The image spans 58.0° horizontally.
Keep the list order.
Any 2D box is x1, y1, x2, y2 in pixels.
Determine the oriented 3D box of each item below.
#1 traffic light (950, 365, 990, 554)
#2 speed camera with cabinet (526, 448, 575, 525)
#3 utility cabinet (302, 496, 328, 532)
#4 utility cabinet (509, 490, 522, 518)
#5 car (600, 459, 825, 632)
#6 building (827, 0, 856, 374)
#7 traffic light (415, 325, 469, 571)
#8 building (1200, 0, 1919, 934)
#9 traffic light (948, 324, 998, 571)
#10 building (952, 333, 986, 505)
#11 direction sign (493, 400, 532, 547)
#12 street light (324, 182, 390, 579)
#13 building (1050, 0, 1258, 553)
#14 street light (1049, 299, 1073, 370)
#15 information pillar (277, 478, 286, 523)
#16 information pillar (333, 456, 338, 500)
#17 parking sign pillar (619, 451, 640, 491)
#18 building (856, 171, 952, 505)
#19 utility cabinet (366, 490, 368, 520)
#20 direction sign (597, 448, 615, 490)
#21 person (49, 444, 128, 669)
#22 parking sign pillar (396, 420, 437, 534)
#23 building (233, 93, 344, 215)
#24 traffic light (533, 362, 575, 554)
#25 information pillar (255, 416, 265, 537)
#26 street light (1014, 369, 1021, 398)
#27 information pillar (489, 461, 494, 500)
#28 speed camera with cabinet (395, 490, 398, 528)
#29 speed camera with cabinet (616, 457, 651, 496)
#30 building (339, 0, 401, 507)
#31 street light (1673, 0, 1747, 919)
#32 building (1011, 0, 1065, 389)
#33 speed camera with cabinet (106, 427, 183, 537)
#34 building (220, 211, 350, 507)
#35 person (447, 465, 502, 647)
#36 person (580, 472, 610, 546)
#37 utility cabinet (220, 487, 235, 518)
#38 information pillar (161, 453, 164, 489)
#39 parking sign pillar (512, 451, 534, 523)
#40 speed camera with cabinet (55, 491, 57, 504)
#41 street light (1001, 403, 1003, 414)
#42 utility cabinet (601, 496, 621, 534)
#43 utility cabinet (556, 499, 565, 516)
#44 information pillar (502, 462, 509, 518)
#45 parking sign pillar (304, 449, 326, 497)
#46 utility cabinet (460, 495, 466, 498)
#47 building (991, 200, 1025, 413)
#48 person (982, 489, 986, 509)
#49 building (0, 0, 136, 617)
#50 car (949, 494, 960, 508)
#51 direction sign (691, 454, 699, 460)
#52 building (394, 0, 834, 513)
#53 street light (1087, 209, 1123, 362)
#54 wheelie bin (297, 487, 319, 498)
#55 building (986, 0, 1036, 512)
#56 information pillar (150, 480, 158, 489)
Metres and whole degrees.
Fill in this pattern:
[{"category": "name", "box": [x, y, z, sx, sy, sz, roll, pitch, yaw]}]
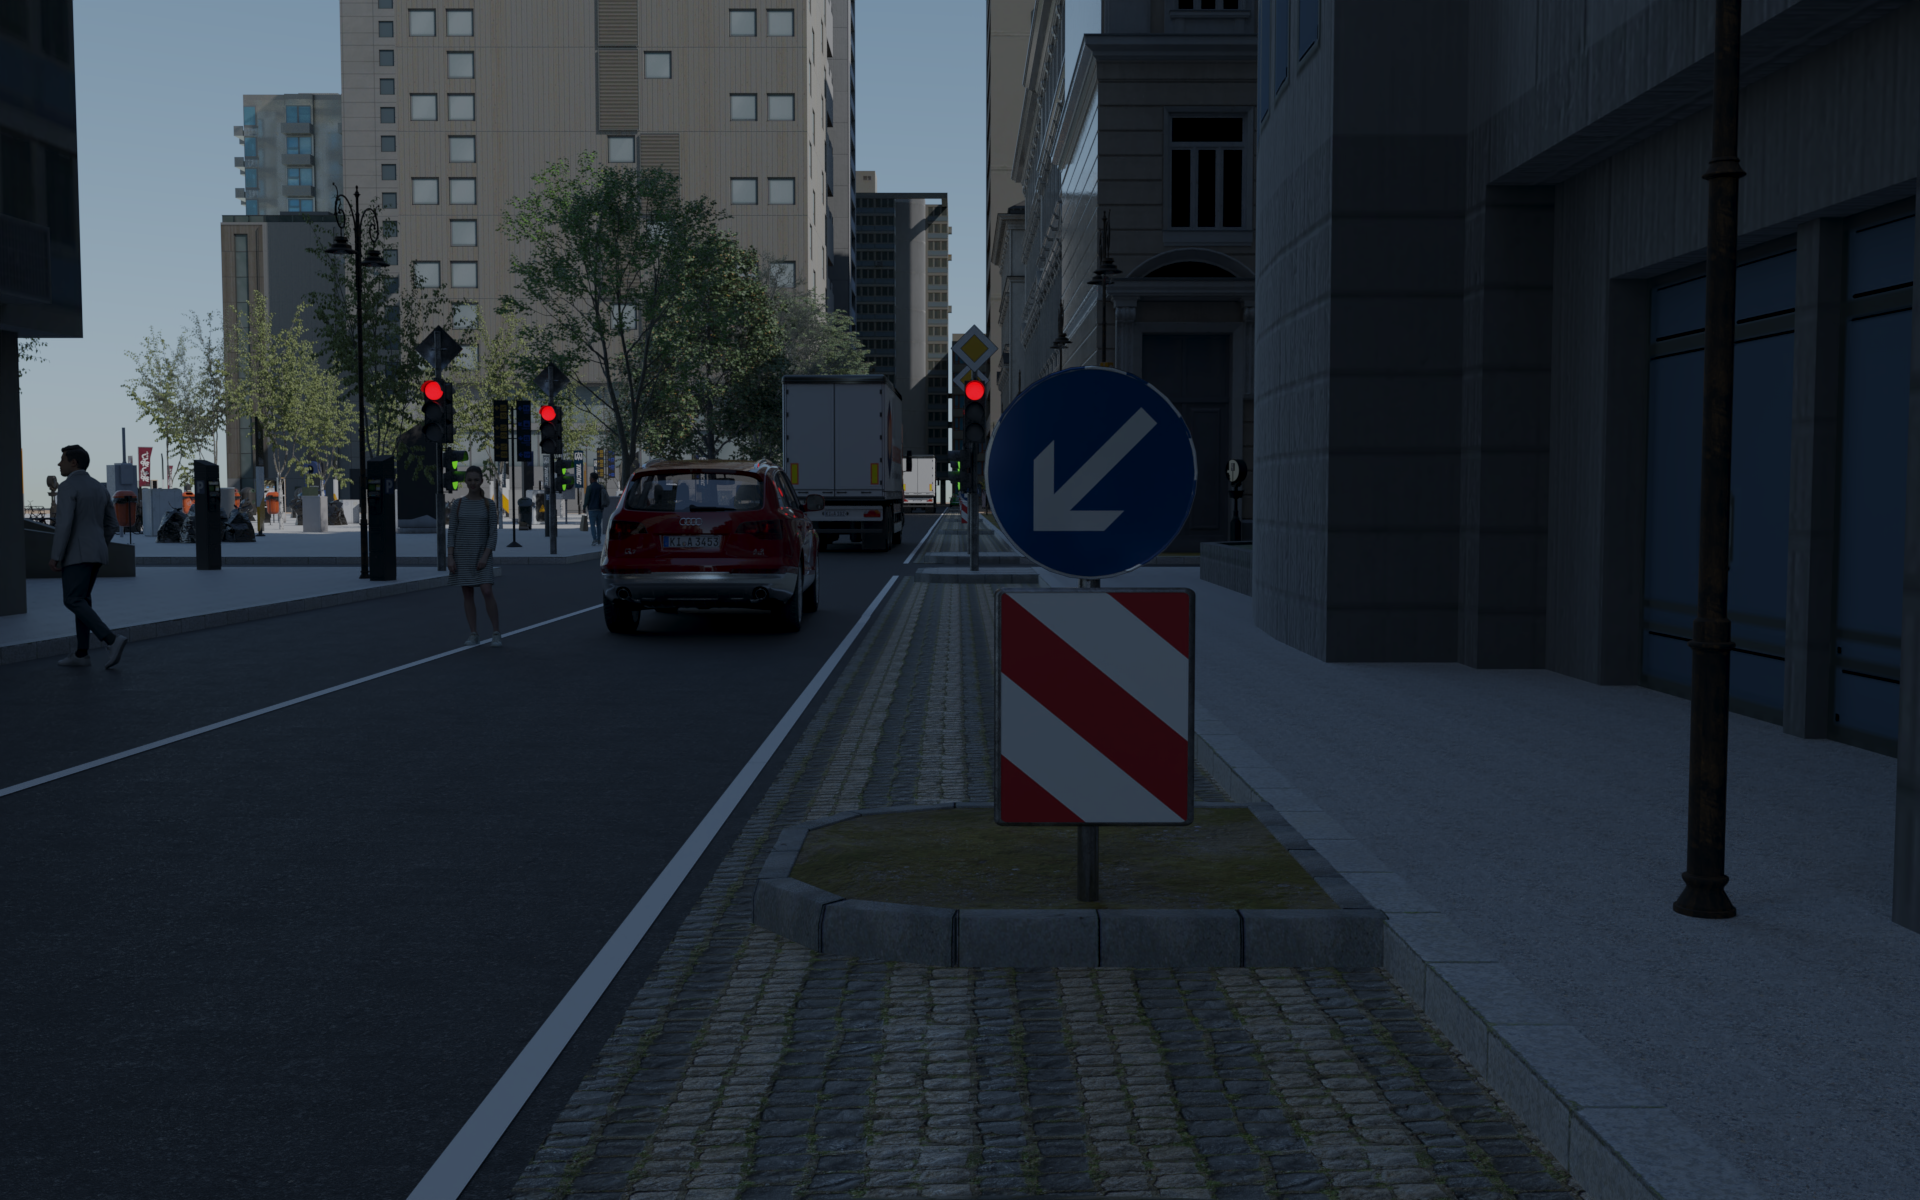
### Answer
[{"category": "traffic light", "box": [0.212, -2.930, 36.826, 0.839, 4.253, 0.868, 0, 3, 0]}, {"category": "speed camera with cabinet", "box": [-17.250, -4.812, 73.007, 2.038, 3.252, 0.660, -3, 5, -44]}, {"category": "utility cabinet", "box": [-21.772, -2.894, 58.485, 1.020, 1.237, 0.306, 2, 4, 35]}, {"category": "utility cabinet", "box": [-22.721, -4.949, 89.596, 1.173, 1.500, 0.318, 1, 4, 9]}, {"category": "car", "box": [-2.702, -0.665, 19.550, 2.281, 1.827, 5.304, 0, 4, -1]}, {"category": "building", "box": [-24.824, -38.766, 175.830, 28.212, 58.520, 21.231, 0, 3, 0]}, {"category": "traffic light", "box": [-8.638, -2.440, 28.814, 0.839, 4.253, 0.868, 0, 3, 0]}, {"category": "building", "box": [13.272, -28.832, 13.405, 21.231, 58.520, 28.212, 0, 3, 0]}, {"category": "traffic light", "box": [0.223, -2.442, 28.841, 0.839, 4.253, 0.868, 0, 3, 0]}, {"category": "building", "box": [13.504, -22.290, 209.478, 28.899, 21.520, 27.650, 0, 3, 0]}, {"category": "direction sign", "box": [-10.782, -3.046, 41.796, 0.876, 3.537, 0.379, -1, 4, -13]}, {"category": "street light", "box": [-9.032, -3.261, 26.110, 0.468, 5.910, 1.993, 0, 3, 0]}, {"category": "building", "box": [12.561, -15.703, 42.654, 20.117, 28.700, 13.634, 0, 3, 0]}, {"category": "street light", "box": [2.396, -4.187, 41.251, 0.468, 5.910, 1.993, 0, 3, 0]}, {"category": "information pillar", "box": [-30.428, -4.475, 77.657, 0.304, 2.012, 0.304, -2, 4, -31]}, {"category": "information pillar", "box": [-35.632, -6.575, 98.861, 0.183, 3.616, 0.504, 0, 3, 0]}, {"category": "parking sign pillar", "box": [-20.776, -7.373, 109.026, 1.447, 3.967, 1.447, 1, 4, 11]}, {"category": "building", "box": [-12.978, -31.740, 210.834, 23.993, 40.220, 32.217, 0, 3, 0]}, {"category": "utility cabinet", "box": [-25.312, -4.055, 74.977, 0.318, 1.500, 1.173, 0, 4, 5]}, {"category": "direction sign", "box": [-17.334, -5.678, 84.839, 0.876, 3.537, 0.379, 0, 4, -2]}, {"category": "person", "box": [-7.201, -0.367, 14.354, 0.795, 1.843, 0.661, 1, 4, 11]}, {"category": "parking sign pillar", "box": [-17.671, -4.155, 56.413, 1.447, 3.967, 1.447, -1, 4, -18]}, {"category": "building", "box": [-68.421, -35.916, 206.834, 30.456, 49.044, 23.786, 0, 3, 0]}, {"category": "traffic light", "box": [-8.649, -2.928, 36.799, 0.839, 4.253, 0.868, 0, 3, 0]}, {"category": "information pillar", "box": [-21.198, -3.736, 52.440, 0.183, 3.616, 0.504, 0, 4, -3]}, {"category": "street light", "box": [2.212, -5.603, 64.389, 0.468, 5.910, 1.993, 0, 3, 0]}, {"category": "information pillar", "box": [-29.956, -7.302, 110.734, 0.183, 3.616, 0.504, 0, 4, 4]}, {"category": "speed camera with cabinet", "box": [-20.012, -4.252, 63.859, 0.660, 3.252, 2.038, 1, 4, 17]}, {"category": "speed camera with cabinet", "box": [-16.851, -5.863, 90.192, 2.038, 3.252, 0.660, 0, 4, 6]}, {"category": "building", "box": [-49.238, -45.177, 176.893, 20.611, 71.187, 20.563, 0, 3, 0]}, {"category": "street light", "box": [2.284, -1.978, 5.135, 0.468, 5.910, 1.993, 0, 3, 0]}, {"category": "building", "box": [8.514, -15.048, 82.199, 11.583, 22.565, 21.152, 0, 3, 0]}, {"category": "speed camera with cabinet", "box": [-24.533, -3.534, 52.114, 0.660, 3.252, 2.038, 3, 4, 38]}, {"category": "building", "box": [-67.180, -25.031, 180.956, 14.107, 30.474, 14.160, 0, 3, 0]}, {"category": "person", "box": [-4.585, -0.421, 16.384, 0.512, 1.701, 0.522, 0, 4, -7]}, {"category": "person", "box": [-9.079, -2.254, 42.873, 0.794, 1.824, 0.713, -1, 4, -22]}, {"category": "utility cabinet", "box": [-24.836, -3.005, 57.818, 1.173, 1.500, 0.318, -1, 4, -22]}, {"category": "information pillar", "box": [-45.719, -6.604, 99.335, 0.183, 3.616, 0.504, -2, 4, -30]}, {"category": "parking sign pillar", "box": [-19.600, -5.504, 78.455, 1.447, 3.967, 1.447, -1, 4, -18]}, {"category": "speed camera with cabinet", "box": [-54.155, -6.797, 105.462, 0.660, 3.252, 2.038, 1, 4, 20]}, {"category": "street light", "box": [2.134, -7.020, 87.557, 0.468, 5.910, 1.993, 0, 3, 0]}, {"category": "utility cabinet", "box": [-11.001, -2.702, 55.343, 1.020, 1.237, 0.306, -3, 4, -36]}, {"category": "utility cabinet", "box": [-23.408, -5.465, 100.522, 1.020, 1.237, 0.306, 1, 4, 19]}, {"category": "information pillar", "box": [-24.777, -6.306, 94.450, 0.183, 3.616, 0.504, 2, 4, 35]}, {"category": "parking sign pillar", "box": [-38.092, -6.959, 102.254, 1.447, 3.967, 1.447, 2, 4, 26]}, {"category": "utility cabinet", "box": [-23.976, -4.464, 84.142, 0.306, 1.237, 1.020, 0, 4, 2]}, {"category": "building", "box": [7.277, -14.555, 102.598, 10.561, 19.102, 19.286, 0, 3, 0]}, {"category": "person", "box": [2.163, -8.872, 151.774, 0.551, 1.740, 0.621, 0, 4, 2]}, {"category": "building", "box": [-21.233, -19.558, 11.658, 23.993, 40.220, 32.217, 0, 3, 0]}, {"category": "car", "box": [-0.183, -10.541, 181.147, 1.959, 1.807, 4.718, 0, 3, 0]}, {"category": "direction sign", "box": [-14.463, -6.283, 94.731, 0.379, 3.537, 0.876, -2, 4, -35]}, {"category": "building", "box": [-23.356, -32.810, 125.688, 28.713, 52.752, 27.495, 0, 3, 0]}, {"category": "street light", "box": [2.357, -3.402, 28.410, 0.468, 5.910, 1.993, 0, 3, 0]}, {"category": "wheelie bin", "box": [-27.990, -4.076, 74.552, 0.980, 1.594, 0.693, -1, 4, -21]}, {"category": "building", "box": [12.789, -31.050, 131.369, 21.300, 48.544, 21.600, 0, 3, 0]}, {"category": "information pillar", "box": [-41.555, -5.188, 89.317, 0.304, 2.012, 0.304, -3, 5, -43]}]
